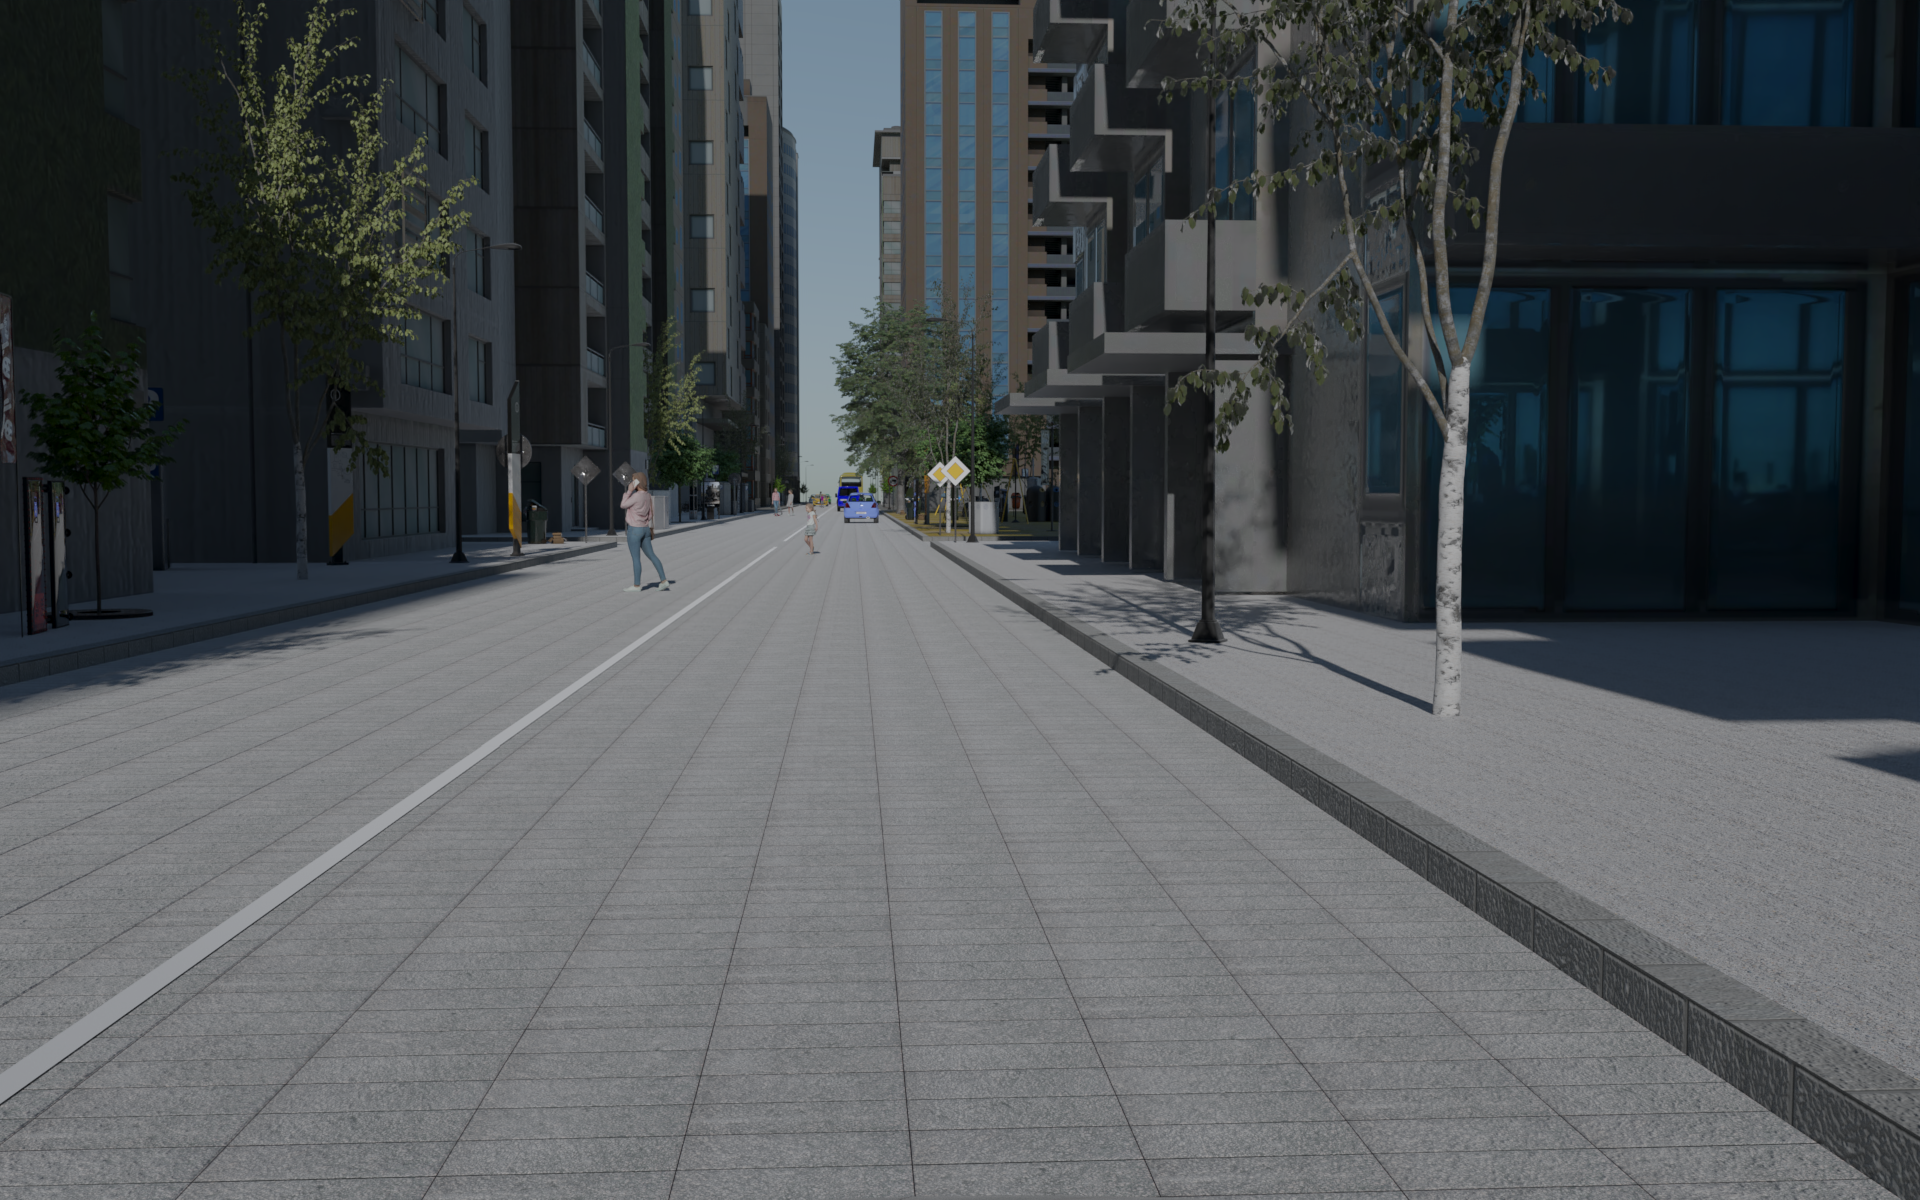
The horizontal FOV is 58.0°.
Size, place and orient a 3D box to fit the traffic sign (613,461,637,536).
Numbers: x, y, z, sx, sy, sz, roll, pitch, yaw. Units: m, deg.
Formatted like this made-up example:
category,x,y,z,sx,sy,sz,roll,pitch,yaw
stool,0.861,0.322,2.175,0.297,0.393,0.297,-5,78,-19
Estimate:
category,x,y,z,sx,sy,sz,roll,pitch,yaw
traffic sign,-10.246,-3.025,53.108,0.795,2.450,0.064,0,4,-4

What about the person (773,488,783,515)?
category,x,y,z,sx,sy,sz,roll,pitch,yaw
person,-12.569,-6.776,119.156,0.748,1.841,0.638,3,5,41

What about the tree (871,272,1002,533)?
category,x,y,z,sx,sy,sz,roll,pitch,yaw
tree,-0.528,-6.551,57.475,4.360,8.622,3.978,0,3,0

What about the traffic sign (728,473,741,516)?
category,x,y,z,sx,sy,sz,roll,pitch,yaw
traffic sign,-13.491,-6.330,103.606,0.768,2.556,0.104,0,4,2

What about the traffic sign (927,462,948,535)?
category,x,y,z,sx,sy,sz,roll,pitch,yaw
traffic sign,-0.619,-3.061,53.685,0.795,2.450,0.064,0,4,-4

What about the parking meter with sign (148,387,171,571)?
category,x,y,z,sx,sy,sz,roll,pitch,yaw
parking meter with sign,-13.586,-2.010,29.122,0.543,3.016,1.738,-1,4,-20

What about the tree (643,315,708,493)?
category,x,y,z,sx,sy,sz,roll,pitch,yaw
tree,-12.453,-7.323,70.088,4.737,8.622,4.395,0,3,0

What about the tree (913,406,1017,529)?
category,x,y,z,sx,sy,sz,roll,pitch,yaw
tree,-0.180,-5.180,68.404,4.285,4.588,4.351,0,3,0

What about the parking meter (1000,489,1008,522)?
category,x,y,z,sx,sy,sz,roll,pitch,yaw
parking meter,2.040,-4.387,80.132,0.372,1.533,0.369,0,3,0

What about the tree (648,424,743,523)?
category,x,y,z,sx,sy,sz,roll,pitch,yaw
tree,-12.724,-5.771,78.068,4.285,4.588,4.351,0,3,0

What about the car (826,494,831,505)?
category,x,y,z,sx,sy,sz,roll,pitch,yaw
car,-18.581,-13.983,237.424,1.959,1.807,4.718,0,4,-3

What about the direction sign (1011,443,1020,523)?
category,x,y,z,sx,sy,sz,roll,pitch,yaw
direction sign,2.499,-5.249,77.818,0.379,3.537,0.876,-1,4,-16

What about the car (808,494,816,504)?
category,x,y,z,sx,sy,sz,roll,pitch,yaw
car,-18.964,-13.214,228.054,2.014,1.417,4.499,0,4,-2

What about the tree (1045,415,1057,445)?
category,x,y,z,sx,sy,sz,roll,pitch,yaw
tree,3.856,-9.150,99.969,4.737,8.622,4.395,0,3,0

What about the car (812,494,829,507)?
category,x,y,z,sx,sy,sz,roll,pitch,yaw
car,-16.076,-11.603,199.928,2.015,1.641,3.980,0,4,-3

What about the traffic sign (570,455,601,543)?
category,x,y,z,sx,sy,sz,roll,pitch,yaw
traffic sign,-9.750,-2.538,45.138,0.795,2.450,0.064,0,4,-4

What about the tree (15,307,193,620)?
category,x,y,z,sx,sy,sz,roll,pitch,yaw
tree,-8.909,-1.439,18.122,1.663,3.219,1.824,0,3,0

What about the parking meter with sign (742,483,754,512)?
category,x,y,z,sx,sy,sz,roll,pitch,yaw
parking meter with sign,-15.440,-7.755,123.050,1.738,3.016,0.543,2,4,25

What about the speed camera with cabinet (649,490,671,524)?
category,x,y,z,sx,sy,sz,roll,pitch,yaw
speed camera with cabinet,-13.367,-4.875,74.041,0.660,3.252,2.038,3,5,43

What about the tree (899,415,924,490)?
category,x,y,z,sx,sy,sz,roll,pitch,yaw
tree,-1.173,-10.534,122.593,4.737,8.622,4.395,0,3,0

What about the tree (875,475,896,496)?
category,x,y,z,sx,sy,sz,roll,pitch,yaw
tree,-6.642,-10.012,158.291,1.663,3.219,1.824,0,3,0

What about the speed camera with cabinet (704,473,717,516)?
category,x,y,z,sx,sy,sz,roll,pitch,yaw
speed camera with cabinet,-14.453,-6.489,100.438,0.660,3.252,2.038,-1,4,-12

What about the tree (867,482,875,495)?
category,x,y,z,sx,sy,sz,roll,pitch,yaw
tree,-13.812,-17.115,274.437,1.663,3.219,1.824,0,3,0

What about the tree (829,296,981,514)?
category,x,y,z,sx,sy,sz,roll,pitch,yaw
tree,-3.730,-12.578,112.298,9.857,13.997,8.962,0,3,0

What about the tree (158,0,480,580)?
category,x,y,z,sx,sy,sz,roll,pitch,yaw
tree,-9.659,-4.610,25.735,4.737,8.622,4.395,0,3,0

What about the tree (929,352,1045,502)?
category,x,y,z,sx,sy,sz,roll,pitch,yaw
tree,1.257,-8.465,88.762,4.737,8.622,4.395,0,3,0

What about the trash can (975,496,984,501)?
category,x,y,z,sx,sy,sz,roll,pitch,yaw
trash can,1.435,-7.033,126.634,0.748,1.137,0.748,0,3,0

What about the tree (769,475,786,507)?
category,x,y,z,sx,sy,sz,roll,pitch,yaw
tree,-18.592,-11.179,177.370,1.663,3.219,1.824,0,3,0

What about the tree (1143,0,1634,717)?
category,x,y,z,sx,sy,sz,roll,pitch,yaw
tree,2.775,-3.650,10.033,4.360,8.622,3.978,0,3,0

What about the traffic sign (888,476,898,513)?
category,x,y,z,sx,sy,sz,roll,pitch,yaw
traffic sign,-4.592,-7.278,119.093,0.768,2.556,0.104,0,4,-3

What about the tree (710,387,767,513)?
category,x,y,z,sx,sy,sz,roll,pitch,yaw
tree,-15.297,-10.330,119.264,4.360,8.622,3.978,0,3,0

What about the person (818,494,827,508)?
category,x,y,z,sx,sy,sz,roll,pitch,yaw
person,-14.185,-10.208,178.622,0.991,1.433,0.599,-1,4,-20

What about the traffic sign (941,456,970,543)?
category,x,y,z,sx,sy,sz,roll,pitch,yaw
traffic sign,-0.123,-2.573,45.716,0.795,2.450,0.064,0,4,-4

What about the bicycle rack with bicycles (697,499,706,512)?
category,x,y,z,sx,sy,sz,roll,pitch,yaw
bicycle rack with bicycles,-18.969,-6.606,121.397,2.852,0.926,2.925,3,5,43

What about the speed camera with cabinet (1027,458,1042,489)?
category,x,y,z,sx,sy,sz,roll,pitch,yaw
speed camera with cabinet,4.714,-6.193,95.588,2.038,3.252,0.660,3,4,36

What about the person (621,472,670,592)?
category,x,y,z,sx,sy,sz,roll,pitch,yaw
person,-4.620,-1.000,25.440,0.643,1.750,0.593,1,4,19

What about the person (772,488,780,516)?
category,x,y,z,sx,sy,sz,roll,pitch,yaw
person,-11.918,-6.332,112.030,0.555,1.821,0.388,-3,4,-39

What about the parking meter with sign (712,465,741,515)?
category,x,y,z,sx,sy,sz,roll,pitch,yaw
parking meter with sign,-14.273,-6.665,105.234,0.543,3.016,1.738,2,4,33

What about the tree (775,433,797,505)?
category,x,y,z,sx,sy,sz,roll,pitch,yaw
tree,-20.943,-15.520,204.111,4.360,8.622,3.978,0,3,0

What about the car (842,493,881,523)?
category,x,y,z,sx,sy,sz,roll,pitch,yaw
car,-4.897,-4.686,86.211,1.945,1.707,3.694,0,4,-2

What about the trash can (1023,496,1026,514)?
category,x,y,z,sx,sy,sz,roll,pitch,yaw
trash can,4.268,-5.991,109.611,0.748,1.137,0.748,0,3,0

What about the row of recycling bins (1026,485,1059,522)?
category,x,y,z,sx,sy,sz,roll,pitch,yaw
row of recycling bins,4.761,-4.494,80.591,3.534,1.692,1.069,-1,4,-18

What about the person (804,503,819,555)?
category,x,y,z,sx,sy,sz,roll,pitch,yaw
person,-3.466,-1.677,40.929,0.382,1.210,0.505,-3,4,-36

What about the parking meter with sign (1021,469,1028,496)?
category,x,y,z,sx,sy,sz,roll,pitch,yaw
parking meter with sign,4.931,-7.438,117.867,0.543,3.016,1.738,-3,4,-36

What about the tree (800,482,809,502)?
category,x,y,z,sx,sy,sz,roll,pitch,yaw
tree,-23.880,-16.575,265.608,1.663,3.219,1.824,0,3,0

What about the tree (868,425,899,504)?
category,x,y,z,sx,sy,sz,roll,pitch,yaw
tree,-3.566,-10.944,129.302,4.737,8.622,4.395,0,3,0

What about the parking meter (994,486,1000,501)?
category,x,y,z,sx,sy,sz,roll,pitch,yaw
parking meter,2.445,-6.693,115.145,0.399,1.863,0.255,-1,4,-10

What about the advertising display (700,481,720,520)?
category,x,y,z,sx,sy,sz,roll,pitch,yaw
advertising display,-12.564,-5.012,87.154,0.974,1.923,0.123,-1,4,-15

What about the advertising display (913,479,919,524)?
category,x,y,z,sx,sy,sz,roll,pitch,yaw
advertising display,-1.881,-4.206,73.986,0.123,1.923,0.974,0,4,-7

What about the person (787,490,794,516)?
category,x,y,z,sx,sy,sz,roll,pitch,yaw
person,-11.245,-6.462,114.910,0.466,1.731,0.760,1,4,10

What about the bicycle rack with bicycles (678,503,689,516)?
category,x,y,z,sx,sy,sz,roll,pitch,yaw
bicycle rack with bicycles,-18.072,-5.434,102.231,2.852,0.926,2.925,-2,4,-35

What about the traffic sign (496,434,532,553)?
category,x,y,z,sx,sy,sz,roll,pitch,yaw
traffic sign,-9.301,-2.202,36.117,0.768,2.556,0.104,0,4,6
